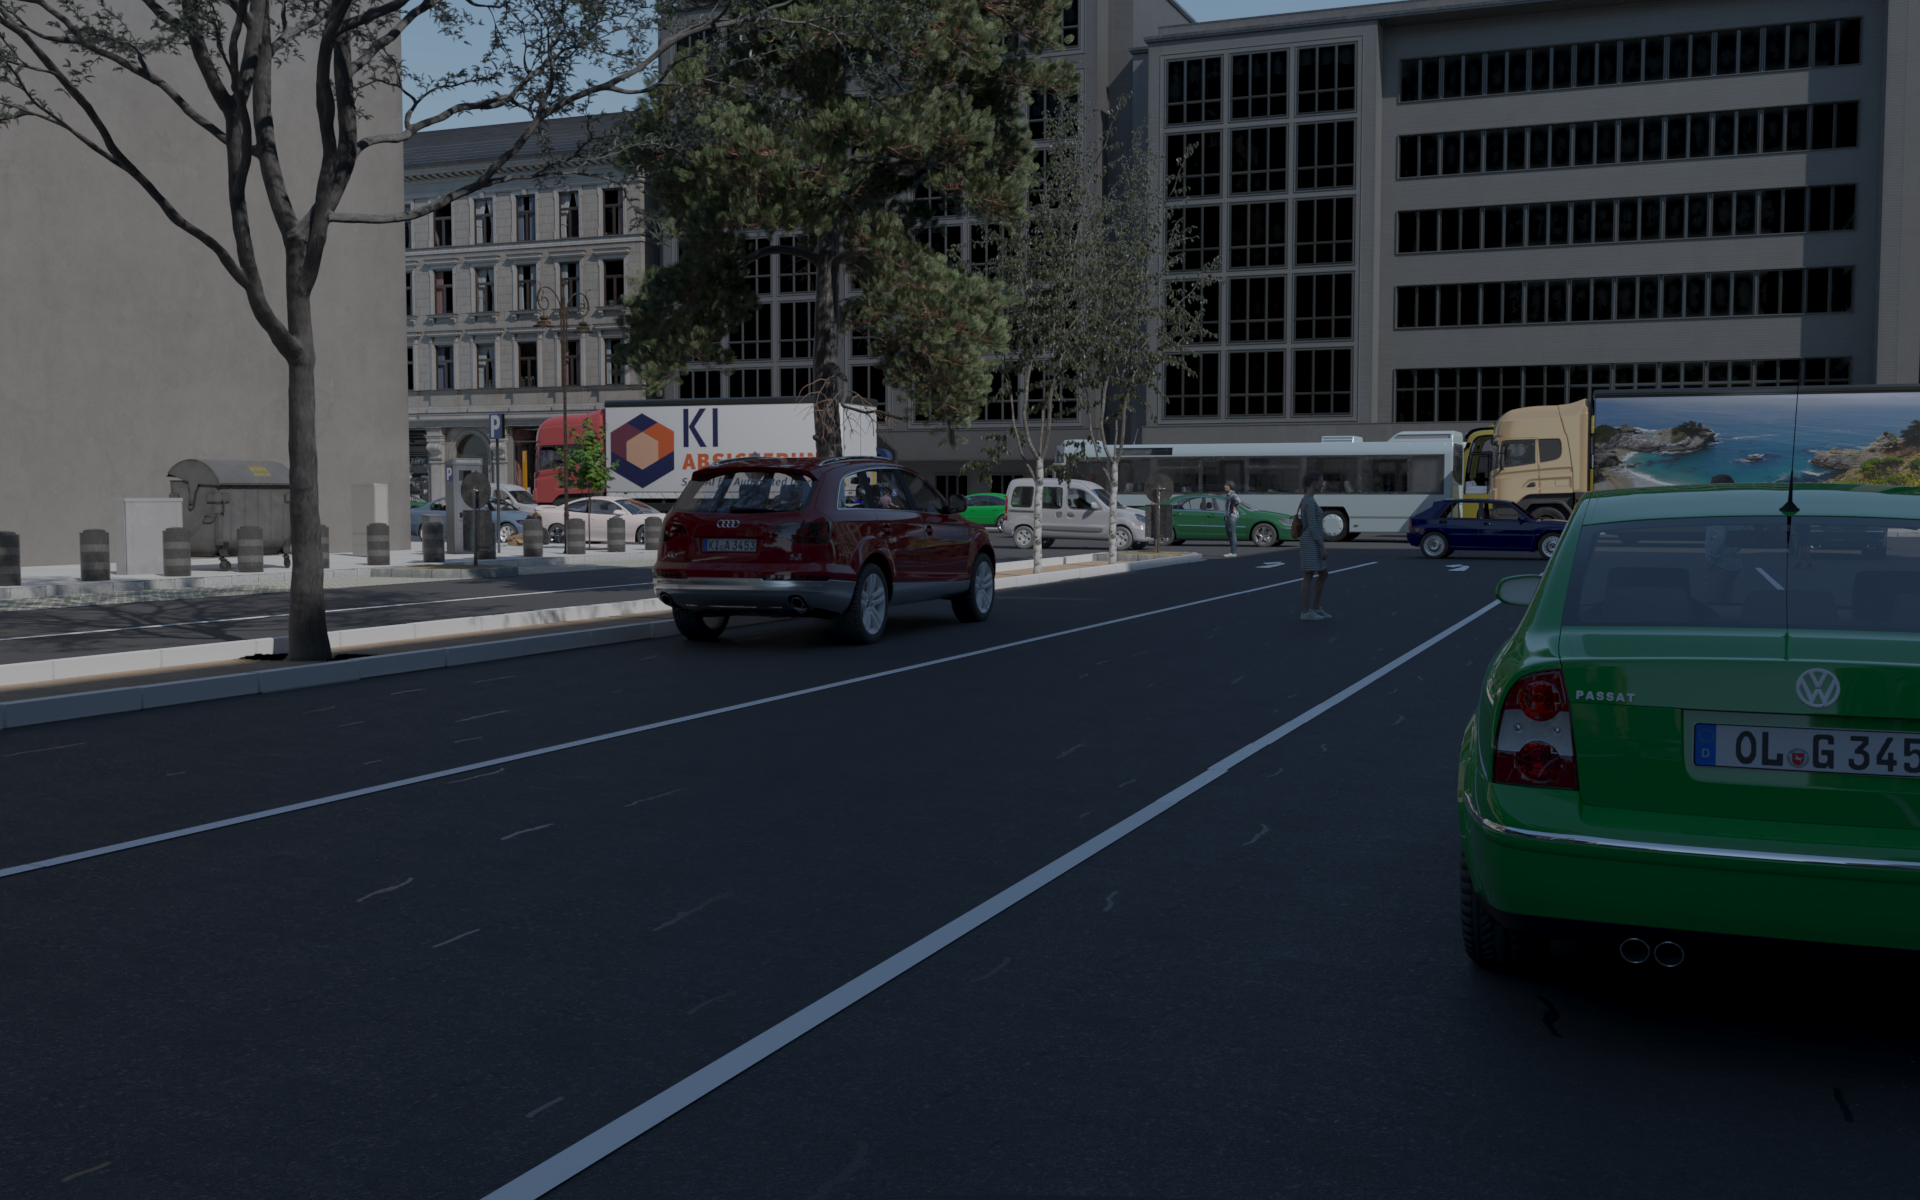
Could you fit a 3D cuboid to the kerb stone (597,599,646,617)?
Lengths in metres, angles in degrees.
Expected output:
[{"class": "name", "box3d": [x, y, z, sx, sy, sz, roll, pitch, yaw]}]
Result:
[{"class": "kerb stone", "box3d": [-4.063, 0.111, 20.435, 0.120, 0.150, 1.000, 1, 4, 22]}]

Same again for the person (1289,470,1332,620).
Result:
[{"class": "person", "box3d": [4.012, -0.626, 19.740, 0.522, 1.701, 0.512, 0, 4, 4]}]

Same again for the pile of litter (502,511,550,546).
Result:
[{"class": "pile of litter", "box3d": [-10.934, -1.802, 43.425, 1.176, 0.858, 1.719, 2, 4, 24]}]

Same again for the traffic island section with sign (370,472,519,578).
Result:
[{"class": "traffic island section with sign", "box3d": [-8.846, -1.323, 30.262, 1.989, 1.847, 2.006, 1, 4, 22]}]

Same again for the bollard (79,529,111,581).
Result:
[{"class": "bollard", "box3d": [-12.815, -0.669, 25.658, 0.404, 0.777, 0.398, 0, 3, 0]}]

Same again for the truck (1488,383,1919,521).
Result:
[{"class": "truck", "box3d": [19.586, -3.553, 47.002, 11.283, 4.237, 2.839, 1, 4, 21]}]

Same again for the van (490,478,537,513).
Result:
[{"class": "van", "box3d": [-16.862, -3.532, 64.763, 4.112, 2.044, 2.013, 1, 4, 22]}]

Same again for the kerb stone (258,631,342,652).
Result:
[{"class": "kerb stone", "box3d": [-6.028, 0.401, 15.685, 0.120, 0.150, 1.000, 1, 4, 22]}]

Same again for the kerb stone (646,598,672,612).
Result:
[{"class": "kerb stone", "box3d": [-3.658, 0.050, 21.379, 0.120, 0.150, 1.000, 1, 4, 22]}]

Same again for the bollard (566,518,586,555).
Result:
[{"class": "bollard", "box3d": [-8.176, -1.355, 36.866, 0.404, 0.777, 0.398, 0, 3, 0]}]

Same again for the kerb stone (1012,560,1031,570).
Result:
[{"class": "kerb stone", "box3d": [1.062, -0.648, 32.797, 0.120, 0.150, 1.000, 1, 4, 22]}]

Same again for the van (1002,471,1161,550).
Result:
[{"class": "van", "box3d": [3.214, -2.341, 45.282, 4.112, 2.044, 2.013, 2, 4, 23]}]

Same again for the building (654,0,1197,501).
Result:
[{"class": "building", "box3d": [-1.455, -17.789, 84.364, 24.014, 27.812, 14.314, 1, 4, 22]}]

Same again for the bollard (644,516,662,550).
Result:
[{"class": "bollard", "box3d": [-7.020, -1.525, 39.650, 0.404, 0.777, 0.398, 0, 3, 0]}]

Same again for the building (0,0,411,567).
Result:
[{"class": "building", "box3d": [-31.986, -14.195, 36.597, 34.151, 26.468, 19.350, 1, 4, 22]}]

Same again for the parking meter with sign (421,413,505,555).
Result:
[{"class": "parking meter with sign", "box3d": [-10.619, -2.491, 36.992, 1.738, 3.016, 0.543, -3, 5, -43]}]

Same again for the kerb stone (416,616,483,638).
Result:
[{"class": "kerb stone", "box3d": [-5.235, 0.282, 17.586, 0.120, 0.150, 1.000, 1, 4, 22]}]

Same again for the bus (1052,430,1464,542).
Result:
[{"class": "bus", "box3d": [8.617, -3.601, 53.740, 13.247, 3.499, 2.948, 1, 4, 23]}]

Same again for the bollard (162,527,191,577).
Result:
[{"class": "bollard", "box3d": [-12.233, -0.754, 27.051, 0.404, 0.777, 0.398, 0, 3, 0]}]

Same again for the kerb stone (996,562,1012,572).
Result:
[{"class": "kerb stone", "box3d": [0.669, -0.590, 31.849, 0.120, 0.150, 1.000, 1, 4, 22]}]

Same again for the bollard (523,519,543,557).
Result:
[{"class": "bollard", "box3d": [-8.749, -1.269, 35.472, 0.404, 0.777, 0.398, 0, 3, 0]}]

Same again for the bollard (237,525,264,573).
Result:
[{"class": "bollard", "box3d": [-11.658, -0.840, 28.449, 0.404, 0.777, 0.398, 0, 3, 0]}]

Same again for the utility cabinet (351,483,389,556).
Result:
[{"class": "utility cabinet", "box3d": [-12.008, -1.628, 35.290, 0.318, 1.500, 1.173, -3, 5, -41]}]

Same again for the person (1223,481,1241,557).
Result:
[{"class": "person", "box3d": [6.197, -1.849, 39.457, 0.376, 1.734, 0.841, 1, 4, 9]}]

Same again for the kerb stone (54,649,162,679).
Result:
[{"class": "kerb stone", "box3d": [-6.819, 0.515, 13.786, 0.120, 0.150, 1.000, 1, 4, 22]}]

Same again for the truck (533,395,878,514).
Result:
[{"class": "truck", "box3d": [-8.089, -3.869, 52.166, 11.283, 4.237, 2.839, 1, 4, 21]}]

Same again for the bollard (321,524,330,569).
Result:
[{"class": "bollard", "box3d": [-11.080, -0.925, 29.848, 0.404, 0.777, 0.398, 0, 3, 0]}]

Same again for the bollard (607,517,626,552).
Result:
[{"class": "bollard", "box3d": [-7.595, -1.440, 38.257, 0.404, 0.777, 0.398, 0, 3, 0]}]

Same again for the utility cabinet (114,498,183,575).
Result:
[{"class": "utility cabinet", "box3d": [-13.028, -1.020, 27.837, 0.306, 1.237, 1.020, 2, 4, 32]}]

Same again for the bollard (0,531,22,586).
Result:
[{"class": "bollard", "box3d": [-13.388, -0.584, 24.263, 0.404, 0.777, 0.398, 0, 3, 0]}]

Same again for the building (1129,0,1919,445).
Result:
[{"class": "building", "box3d": [23.218, -15.555, 73.396, 30.058, 24.678, 14.314, 1, 4, 22]}]

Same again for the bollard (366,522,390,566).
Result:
[{"class": "bollard", "box3d": [-10.497, -1.011, 31.249, 0.404, 0.777, 0.398, 0, 3, 0]}]

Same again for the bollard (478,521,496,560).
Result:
[{"class": "bollard", "box3d": [-9.334, -1.184, 34.069, 0.404, 0.777, 0.398, 0, 3, 0]}]

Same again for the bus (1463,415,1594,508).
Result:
[{"class": "bus", "box3d": [21.562, -3.828, 54.132, 12.252, 3.916, 2.896, 2, 4, 24]}]

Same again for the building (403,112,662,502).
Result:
[{"class": "building", "box3d": [-31.981, -14.937, 95.127, 40.483, 20.767, 10.553, 1, 4, 22]}]

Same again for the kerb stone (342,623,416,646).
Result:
[{"class": "kerb stone", "box3d": [-5.633, 0.343, 16.640, 0.120, 0.150, 1.000, 1, 4, 22]}]

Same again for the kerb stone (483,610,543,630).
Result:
[{"class": "kerb stone", "box3d": [-4.847, 0.228, 18.537, 0.120, 0.150, 1.000, 1, 4, 22]}]

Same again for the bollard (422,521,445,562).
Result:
[{"class": "bollard", "box3d": [-9.921, -1.097, 32.649, 0.404, 0.777, 0.398, 0, 3, 0]}]

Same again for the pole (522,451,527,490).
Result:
[{"class": "pole", "box3d": [-20.549, -5.381, 81.823, 0.158, 3.312, 0.155, 0, 3, 0]}]

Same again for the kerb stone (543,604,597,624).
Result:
[{"class": "kerb stone", "box3d": [-4.450, 0.166, 19.484, 0.120, 0.150, 1.000, 1, 4, 22]}]

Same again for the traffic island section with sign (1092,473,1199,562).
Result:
[{"class": "traffic island section with sign", "box3d": [4.114, -1.788, 37.370, 2.006, 1.907, 1.989, 1, 4, 22]}]

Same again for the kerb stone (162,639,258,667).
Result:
[{"class": "kerb stone", "box3d": [-6.420, 0.458, 14.731, 0.120, 0.150, 1.000, 1, 4, 22]}]

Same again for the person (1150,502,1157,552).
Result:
[{"class": "person", "box3d": [4.502, -1.660, 40.311, 0.373, 1.253, 0.362, 0, 4, 8]}]

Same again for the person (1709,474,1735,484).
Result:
[{"class": "person", "box3d": [6.570, -0.285, 14.968, 0.589, 1.601, 0.330, -2, 4, -35]}]

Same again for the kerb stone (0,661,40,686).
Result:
[{"class": "kerb stone", "box3d": [-7.201, 0.573, 12.830, 0.120, 0.150, 1.000, 1, 4, 22]}]
